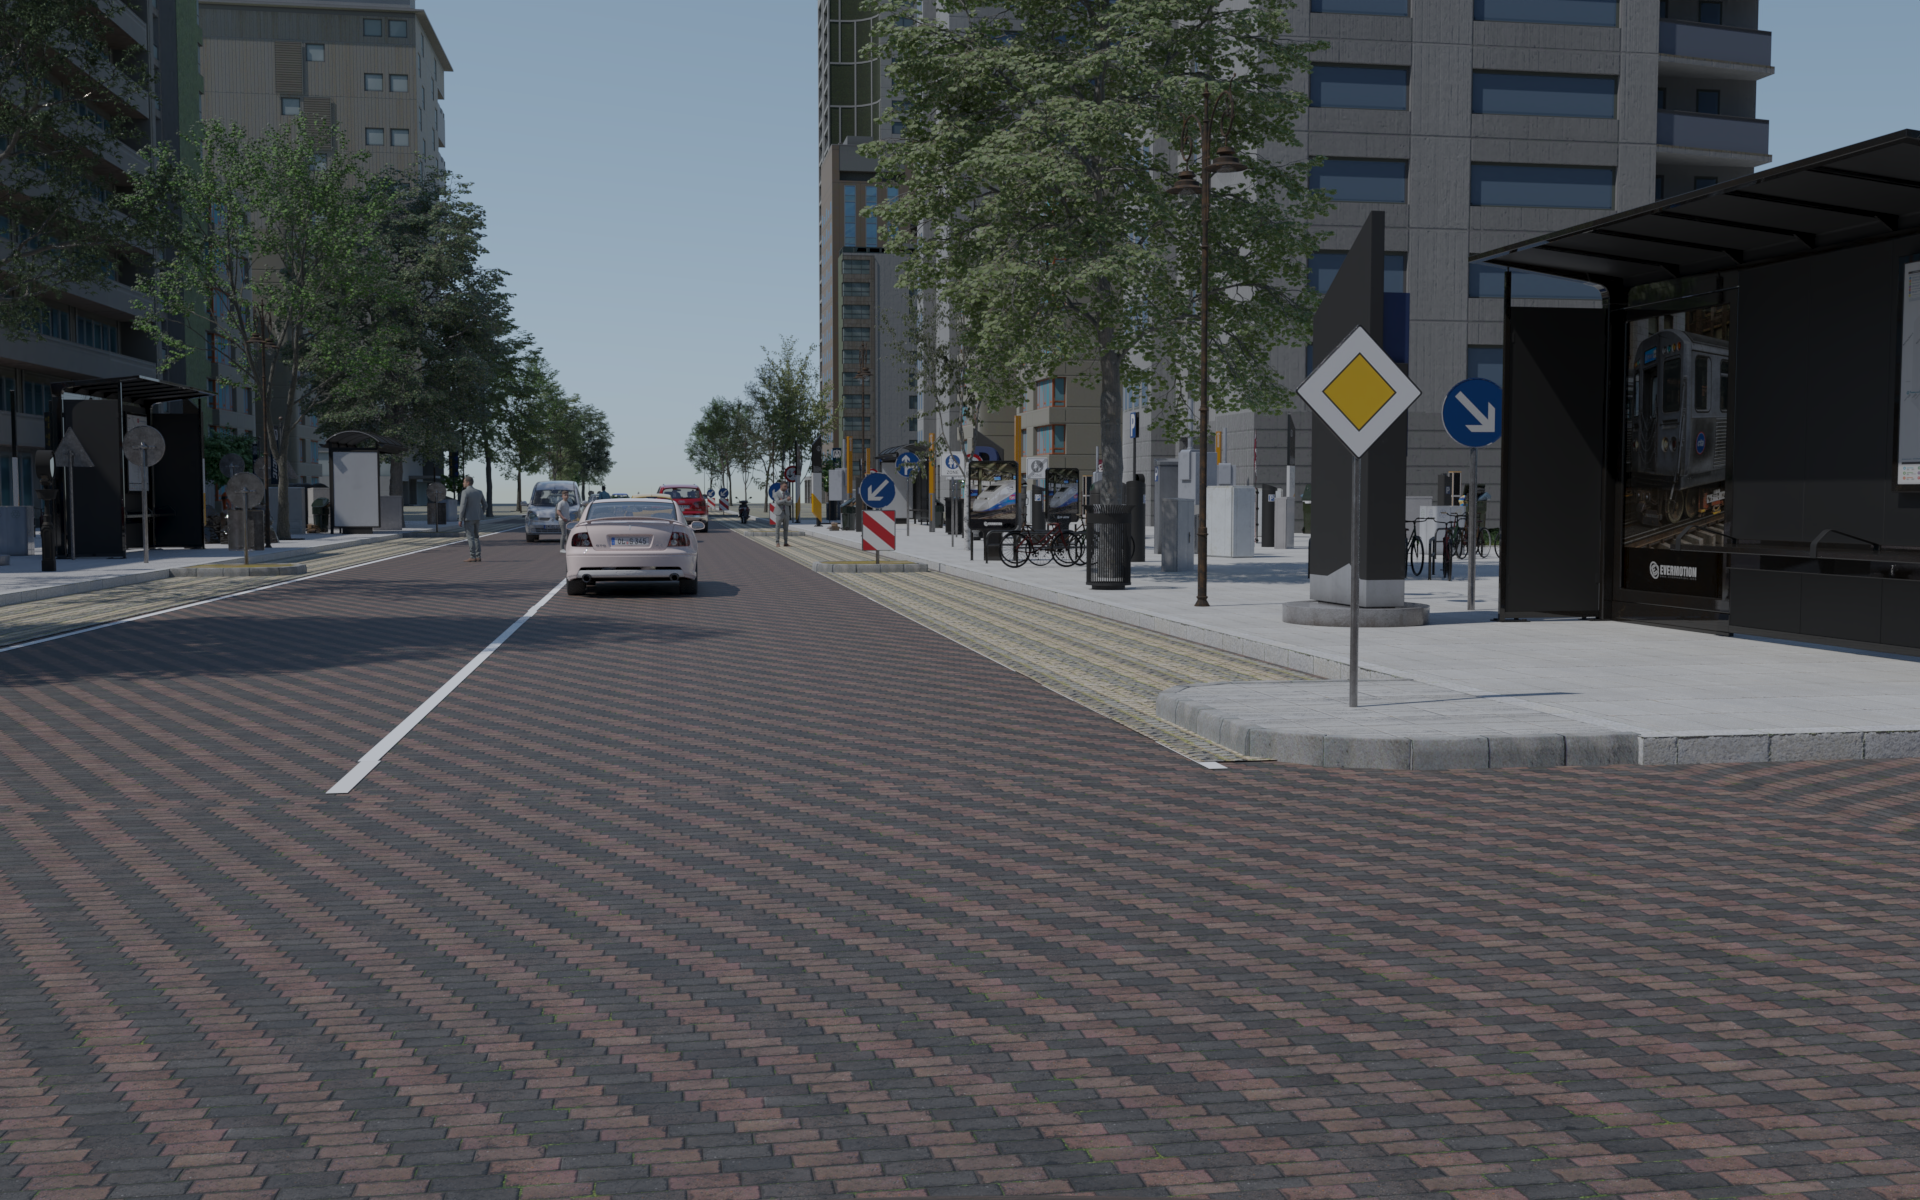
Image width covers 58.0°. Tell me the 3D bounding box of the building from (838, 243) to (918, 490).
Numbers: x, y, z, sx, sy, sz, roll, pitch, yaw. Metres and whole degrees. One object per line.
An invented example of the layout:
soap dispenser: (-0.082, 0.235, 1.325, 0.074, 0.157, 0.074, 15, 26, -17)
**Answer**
building: (-7.499, -26.437, 203.950, 14.160, 30.474, 14.107, -1, 4, -10)

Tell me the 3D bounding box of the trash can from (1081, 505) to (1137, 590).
trash can: (2.001, -0.713, 23.308, 0.748, 1.137, 0.748, 0, 3, 0)

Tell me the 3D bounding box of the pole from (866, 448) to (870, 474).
pole: (-4.083, -5.098, 77.203, 0.158, 3.312, 0.155, 0, 3, 0)

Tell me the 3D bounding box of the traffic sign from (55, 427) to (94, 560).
traffic sign: (-17.213, -2.052, 33.547, 0.884, 2.594, 0.081, 0, 4, 0)

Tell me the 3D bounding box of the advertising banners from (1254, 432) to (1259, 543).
advertising banners: (7.838, -3.034, 45.786, 0.090, 3.025, 2.074, 0, 4, 8)

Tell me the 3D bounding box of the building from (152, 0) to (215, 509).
building: (-46.278, -24.554, 85.057, 14.154, 41.232, 14.086, -1, 4, -10)

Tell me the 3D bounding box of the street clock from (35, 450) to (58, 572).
street clock: (-15.130, -1.476, 28.705, 0.358, 2.002, 0.471, -1, 4, -17)

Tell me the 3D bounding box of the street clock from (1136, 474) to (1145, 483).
street clock: (6.361, -3.482, 61.500, 0.358, 2.002, 0.471, -1, 4, -22)

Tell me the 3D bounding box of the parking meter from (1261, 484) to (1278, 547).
parking meter: (7.479, -2.046, 41.863, 0.372, 1.533, 0.369, 0, 3, 0)

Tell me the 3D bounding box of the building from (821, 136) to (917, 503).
building: (-9.816, -34.713, 217.664, 14.600, 45.320, 14.200, -1, 4, -10)

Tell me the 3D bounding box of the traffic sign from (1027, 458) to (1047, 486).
traffic sign: (2.162, -2.849, 48.710, 0.606, 2.300, 0.079, -1, 4, -10)

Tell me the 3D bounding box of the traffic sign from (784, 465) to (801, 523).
traffic sign: (-7.415, -4.691, 76.800, 0.768, 2.556, 0.104, 0, 4, -1)

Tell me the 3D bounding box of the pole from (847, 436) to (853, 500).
pole: (-3.901, -4.125, 61.292, 0.158, 3.312, 0.155, 0, 3, 0)

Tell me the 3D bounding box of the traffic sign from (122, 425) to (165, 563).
traffic sign: (-15.121, -1.957, 32.102, 0.768, 2.556, 0.104, 0, 4, -4)

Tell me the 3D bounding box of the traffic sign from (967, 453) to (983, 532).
traffic sign: (0.352, -3.303, 54.106, 0.768, 2.556, 0.104, 0, 4, -7)

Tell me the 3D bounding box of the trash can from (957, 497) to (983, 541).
trash can: (0.355, -2.216, 47.883, 0.748, 1.137, 0.748, 0, 3, 0)

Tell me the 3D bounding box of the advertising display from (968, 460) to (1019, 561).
advertising display: (0.642, -1.716, 33.277, 0.974, 1.923, 0.123, 1, 4, 16)

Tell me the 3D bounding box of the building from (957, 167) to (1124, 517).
building: (15.894, -16.090, 108.112, 27.650, 21.520, 28.899, -1, 4, -10)

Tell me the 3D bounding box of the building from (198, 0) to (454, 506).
building: (-70.295, -36.522, 186.368, 28.713, 52.752, 27.495, -1, 4, -10)

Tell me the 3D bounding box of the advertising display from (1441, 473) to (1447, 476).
advertising display: (14.968, -2.961, 53.632, 0.123, 1.923, 0.974, 1, 4, 12)

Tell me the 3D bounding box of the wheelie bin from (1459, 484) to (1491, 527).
wheelie bin: (16.199, -2.844, 54.405, 0.980, 1.594, 0.693, 0, 3, 0)

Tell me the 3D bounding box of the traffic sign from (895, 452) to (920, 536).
traffic sign: (-1.584, -3.219, 52.738, 0.768, 2.556, 0.104, 0, 4, -4)

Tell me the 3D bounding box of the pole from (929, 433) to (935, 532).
pole: (-0.936, -3.932, 58.136, 0.158, 3.312, 0.155, 0, 3, 0)

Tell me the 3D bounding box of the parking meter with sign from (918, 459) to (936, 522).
parking meter with sign: (-1.555, -5.074, 79.226, 0.543, 3.016, 1.738, 1, 4, 11)

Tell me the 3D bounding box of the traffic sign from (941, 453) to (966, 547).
traffic sign: (-0.178, -2.433, 41.914, 0.606, 2.300, 0.079, 0, 4, -3)

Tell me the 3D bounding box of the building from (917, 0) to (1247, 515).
building: (7.207, -36.246, 134.621, 21.231, 58.520, 28.212, -1, 4, -10)

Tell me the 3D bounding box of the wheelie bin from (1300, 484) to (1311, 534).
wheelie bin: (11.402, -2.925, 55.734, 0.980, 1.594, 0.693, 3, 4, 37)

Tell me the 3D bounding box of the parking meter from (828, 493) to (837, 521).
parking meter: (-6.175, -4.777, 83.814, 0.399, 1.863, 0.255, 2, 4, 33)

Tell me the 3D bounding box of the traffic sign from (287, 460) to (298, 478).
traffic sign: (-22.976, -3.606, 58.966, 0.884, 2.594, 0.081, -1, 4, -8)

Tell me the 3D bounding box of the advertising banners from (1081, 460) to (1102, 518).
advertising banners: (6.326, -5.562, 87.123, 2.074, 3.025, 0.090, 1, 4, 12)

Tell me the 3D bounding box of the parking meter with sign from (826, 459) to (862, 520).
parking meter with sign: (-5.735, -5.456, 85.468, 1.738, 3.016, 0.543, 0, 4, 1)

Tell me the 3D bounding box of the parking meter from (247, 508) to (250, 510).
parking meter: (-27.885, -3.618, 67.567, 0.372, 1.533, 0.369, 0, 3, 0)

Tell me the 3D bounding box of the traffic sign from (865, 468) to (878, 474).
traffic sign: (-4.380, -5.250, 85.943, 0.768, 2.556, 0.104, -1, 4, -10)

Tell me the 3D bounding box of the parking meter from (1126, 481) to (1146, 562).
parking meter: (3.318, -1.487, 32.716, 0.372, 1.533, 0.369, 0, 3, 0)

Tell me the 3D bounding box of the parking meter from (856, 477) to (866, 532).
parking meter: (-3.327, -3.234, 58.590, 0.399, 1.863, 0.255, 0, 4, 0)

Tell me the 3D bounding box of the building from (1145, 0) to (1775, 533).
building: (17.507, -32.310, 70.262, 21.231, 58.520, 28.212, -1, 4, -10)

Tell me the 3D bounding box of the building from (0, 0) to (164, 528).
building: (-45.011, -27.030, 65.650, 21.300, 48.544, 21.600, -1, 4, -10)

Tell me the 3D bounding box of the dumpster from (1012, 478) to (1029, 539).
dumpster: (1.248, -2.729, 50.370, 1.264, 1.857, 1.865, -1, 4, -10)

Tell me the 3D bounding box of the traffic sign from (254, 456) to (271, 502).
traffic sign: (-23.370, -3.558, 58.283, 0.768, 2.556, 0.104, 0, 4, -3)

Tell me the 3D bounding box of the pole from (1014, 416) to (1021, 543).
pole: (1.505, -3.135, 45.104, 0.158, 3.312, 0.155, 0, 3, 0)

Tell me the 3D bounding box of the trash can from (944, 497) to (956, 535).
trash can: (-0.165, -2.629, 54.642, 0.748, 1.137, 0.748, 0, 3, 0)

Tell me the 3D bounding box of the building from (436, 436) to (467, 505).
building: (-77.141, -31.790, 211.646, 32.217, 40.220, 23.993, -1, 4, -10)

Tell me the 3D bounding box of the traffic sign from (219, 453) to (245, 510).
traffic sign: (-22.794, -3.312, 54.253, 0.768, 2.556, 0.104, 0, 4, -5)

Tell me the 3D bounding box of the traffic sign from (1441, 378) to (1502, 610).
traffic sign: (5.645, -1.159, 19.051, 0.768, 2.556, 0.104, 0, 4, -2)

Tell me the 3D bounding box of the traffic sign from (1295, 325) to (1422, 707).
traffic sign: (2.367, -0.411, 10.370, 0.795, 2.450, 0.064, -1, 4, -10)

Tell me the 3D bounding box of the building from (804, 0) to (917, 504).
building: (-10.196, -48.697, 234.440, 20.563, 71.187, 20.611, -1, 4, -10)

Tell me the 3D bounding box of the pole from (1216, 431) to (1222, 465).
pole: (8.409, -3.823, 56.349, 0.158, 3.312, 0.155, 0, 3, 0)

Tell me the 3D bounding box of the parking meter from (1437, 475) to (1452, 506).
parking meter: (14.579, -2.839, 52.134, 0.399, 1.863, 0.255, -3, 5, -39)

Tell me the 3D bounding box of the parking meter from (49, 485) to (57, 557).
parking meter: (-18.420, -1.820, 35.471, 0.399, 1.863, 0.255, 1, 4, 20)

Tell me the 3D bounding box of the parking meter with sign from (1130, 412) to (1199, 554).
parking meter with sign: (4.538, -2.492, 37.002, 1.738, 3.016, 0.543, 0, 4, -6)

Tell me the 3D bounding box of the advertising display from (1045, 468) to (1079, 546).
advertising display: (2.506, -2.281, 42.515, 0.974, 1.923, 0.123, -2, 4, -34)

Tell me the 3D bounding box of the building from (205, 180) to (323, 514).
building: (-56.344, -15.942, 105.692, 27.650, 21.520, 28.899, -1, 4, -10)

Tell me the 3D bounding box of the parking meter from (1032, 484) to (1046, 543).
parking meter: (2.061, -2.252, 45.224, 0.372, 1.533, 0.369, 0, 3, 0)
